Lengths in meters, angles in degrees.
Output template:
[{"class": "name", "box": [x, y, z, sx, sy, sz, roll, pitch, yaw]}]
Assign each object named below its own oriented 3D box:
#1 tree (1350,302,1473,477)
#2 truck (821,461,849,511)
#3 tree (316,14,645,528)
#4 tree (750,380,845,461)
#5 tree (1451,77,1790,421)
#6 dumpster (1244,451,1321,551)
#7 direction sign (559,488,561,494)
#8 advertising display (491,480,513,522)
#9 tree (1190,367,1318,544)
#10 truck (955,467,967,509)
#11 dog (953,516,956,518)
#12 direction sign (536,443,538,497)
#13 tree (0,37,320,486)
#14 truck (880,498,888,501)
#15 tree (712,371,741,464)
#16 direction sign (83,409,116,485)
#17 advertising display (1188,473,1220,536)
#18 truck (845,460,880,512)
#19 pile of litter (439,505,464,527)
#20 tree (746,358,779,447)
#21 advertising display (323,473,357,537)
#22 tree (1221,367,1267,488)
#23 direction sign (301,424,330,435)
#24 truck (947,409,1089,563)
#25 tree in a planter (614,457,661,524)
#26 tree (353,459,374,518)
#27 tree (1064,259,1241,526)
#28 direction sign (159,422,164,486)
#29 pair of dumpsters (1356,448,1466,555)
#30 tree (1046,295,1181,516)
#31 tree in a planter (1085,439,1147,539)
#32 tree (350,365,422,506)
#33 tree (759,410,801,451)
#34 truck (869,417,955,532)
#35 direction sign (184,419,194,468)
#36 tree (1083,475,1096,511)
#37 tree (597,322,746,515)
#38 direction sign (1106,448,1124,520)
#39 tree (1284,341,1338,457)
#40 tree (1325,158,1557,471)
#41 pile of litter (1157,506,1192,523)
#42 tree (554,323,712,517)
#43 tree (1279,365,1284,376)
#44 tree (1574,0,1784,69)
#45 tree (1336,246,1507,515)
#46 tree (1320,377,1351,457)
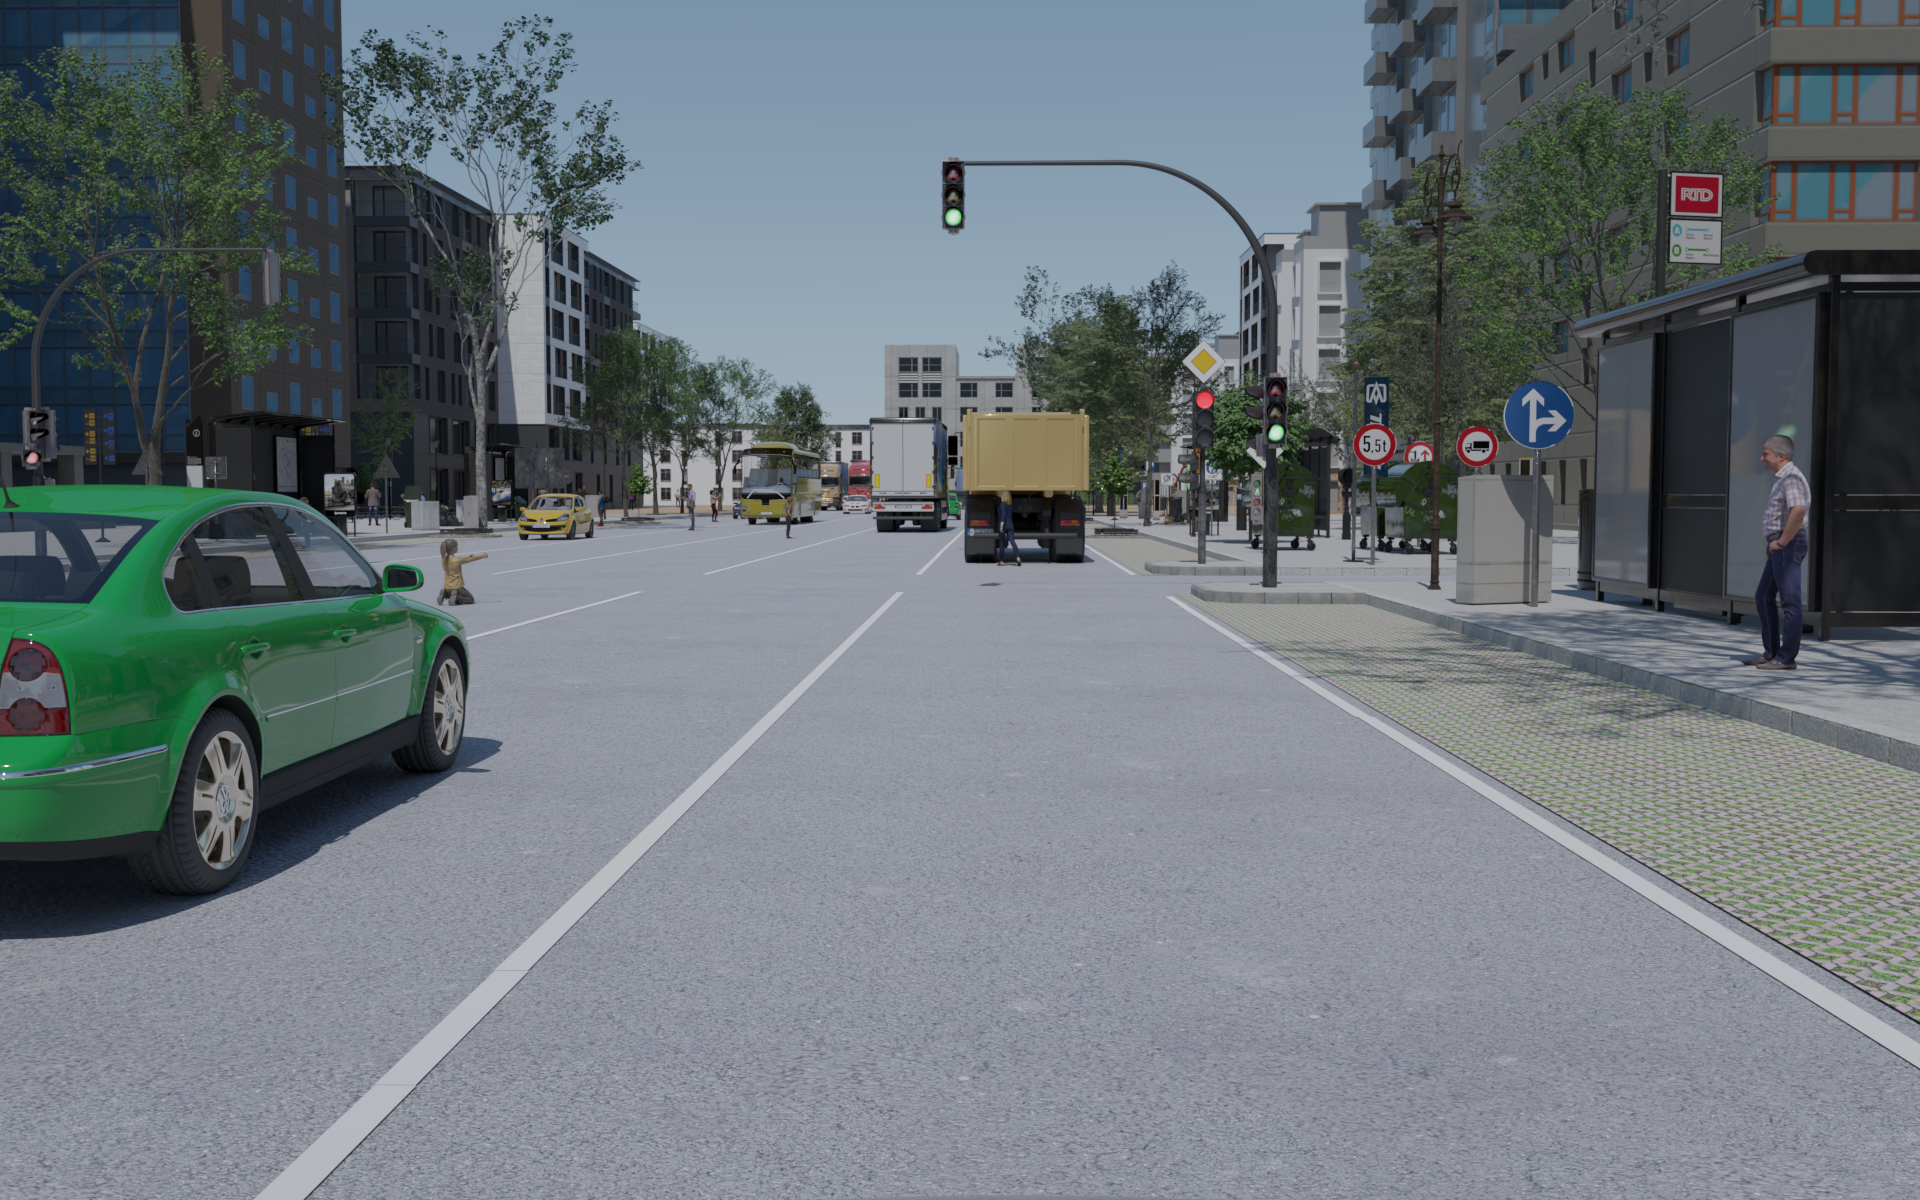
[{"class": "tree", "box": [17.585, -7.086, 66.214, 4.737, 8.622, 4.395, 0, 3, 0]}, {"class": "truck", "box": [-11.355, -9.913, 150.989, 2.839, 4.237, 11.283, 0, 4, 1]}, {"class": "tree", "box": [-17.035, -12.889, 66.623, 12.611, 20.169, 13.585, 0, 3, 0]}, {"class": "tree", "box": [-16.421, -15.749, 174.505, 9.611, 12.733, 9.660, 0, 3, 0]}, {"class": "tree", "box": [16.008, -7.133, 42.381, 9.928, 11.665, 9.643, 0, 3, 0]}, {"class": "dumpster", "box": [7.421, -2.285, 39.854, 1.502, 2.255, 1.985, 0, 4, 1]}, {"class": "direction sign", "box": [-19.681, -5.702, 85.231, 0.379, 3.537, 0.876, -2, 4, -33]}, {"class": "advertising display", "box": [-20.929, -4.520, 79.113, 0.974, 1.923, 0.123, 1, 4, 9]}, {"class": "tree", "box": [7.666, -3.756, 45.120, 4.285, 4.588, 4.351, 0, 3, 0]}, {"class": "truck", "box": [0.695, -10.963, 169.003, 2.967, 4.110, 18.799, 0, 4, 2]}, {"class": "dog", "box": [-0.280, -5.129, 104.056, 0.550, 0.427, 0.748, 1, 4, 21]}, {"class": "direction sign", "box": [-18.836, -5.210, 77.179, 0.379, 3.537, 0.876, -1, 4, -12]}, {"class": "tree", "box": [-19.031, -7.013, 40.425, 9.928, 11.665, 9.643, 0, 3, 0]}, {"class": "truck", "box": [-4.151, -8.062, 120.727, 2.839, 4.237, 11.283, 0, 4, 1]}, {"class": "tree", "box": [-18.435, -10.987, 114.049, 8.767, 10.594, 7.601, 0, 4, 1]}, {"class": "direction sign", "box": [-22.804, -3.302, 45.978, 0.876, 3.537, 0.379, 0, 4, 7]}, {"class": "advertising display", "box": [7.556, -2.958, 53.574, 0.974, 1.923, 0.123, 1, 4, 9]}, {"class": "truck", "box": [-7.631, -9.449, 143.397, 2.839, 4.237, 11.283, 0, 4, 2]}, {"class": "pile of litter", "box": [-20.399, -3.327, 68.356, 1.719, 0.858, 1.176, 0, 3, 0]}, {"class": "tree", "box": [-17.536, -12.331, 127.373, 9.928, 11.665, 9.643, 0, 3, 0]}, {"class": "advertising display", "box": [-18.551, -2.852, 51.846, 0.974, 1.923, 0.123, 0, 4, 3]}, {"class": "tree", "box": [16.466, -9.220, 101.111, 4.737, 8.622, 4.395, 0, 3, 0]}, {"class": "direction sign", "box": [-20.686, -3.893, 55.648, 0.876, 3.537, 0.379, -2, 4, -30]}, {"class": "truck", "box": [1.379, -2.680, 39.748, 3.469, 3.379, 9.791, 0, 4, 1]}, {"class": "tree in a planter", "box": [-15.604, -5.310, 84.044, 1.991, 3.239, 1.994, 0, 4, 1]}, {"class": "tree", "box": [-32.486, -6.117, 94.612, 1.663, 3.219, 1.824, 0, 3, 0]}, {"class": "tree", "box": [7.734, -8.190, 68.320, 7.601, 10.594, 8.767, -1, 4, -8]}, {"class": "direction sign", "box": [-22.738, -3.507, 49.340, 0.379, 3.537, 0.876, -1, 4, -19]}, {"class": "pair of dumpsters", "box": [9.944, -2.202, 38.504, 1.574, 2.255, 4.437, 0, 4, 1]}, {"class": "tree", "box": [8.746, -11.036, 98.568, 7.486, 12.596, 7.792, 0, 3, 0]}, {"class": "tree in a planter", "box": [5.049, -3.617, 56.359, 1.991, 3.239, 1.994, 0, 4, 1]}, {"class": "tree", "box": [-32.506, -9.025, 97.917, 4.737, 8.622, 4.395, 0, 3, 0]}, {"class": "tree", "box": [-16.263, -12.410, 153.260, 4.737, 8.622, 4.395, 0, 3, 0]}, {"class": "truck", "box": [-1.846, -4.891, 68.887, 2.839, 4.237, 11.283, 0, 4, 3]}, {"class": "direction sign", "box": [-23.411, -3.721, 52.837, 0.379, 3.537, 0.876, 0, 4, -1]}, {"class": "tree", "box": [9.654, -8.184, 128.413, 1.663, 3.219, 1.824, 0, 3, 0]}, {"class": "tree", "box": [-18.726, -11.000, 105.600, 9.928, 11.665, 9.643, 0, 3, 0]}, {"class": "direction sign", "box": [7.589, -5.681, 84.889, 0.876, 3.537, 0.379, 1, 4, 21]}, {"class": "tree", "box": [18.098, -7.999, 81.150, 4.360, 8.622, 3.978, 0, 3, 0]}, {"class": "tree", "box": [16.535, -8.647, 59.508, 7.486, 12.596, 7.792, 0, 3, 0]}, {"class": "pile of litter", "box": [9.637, -3.897, 77.680, 1.719, 0.858, 1.176, 0, 3, 0]}, {"class": "tree", "box": [-18.826, -9.858, 95.595, 7.601, 10.594, 8.767, -2, 4, -25]}, {"class": "tree", "box": [17.934, -8.554, 90.216, 4.360, 8.622, 3.978, 0, 3, 0]}, {"class": "tree", "box": [6.554, -6.020, 8.803, 12.009, 13.543, 11.850, 0, 3, 0]}, {"class": "tree", "box": [14.112, -6.128, 50.554, 4.360, 8.622, 3.978, 0, 3, 0]}, {"class": "tree", "box": [17.335, -7.403, 71.401, 4.737, 8.622, 4.395, 0, 3, 0]}]
